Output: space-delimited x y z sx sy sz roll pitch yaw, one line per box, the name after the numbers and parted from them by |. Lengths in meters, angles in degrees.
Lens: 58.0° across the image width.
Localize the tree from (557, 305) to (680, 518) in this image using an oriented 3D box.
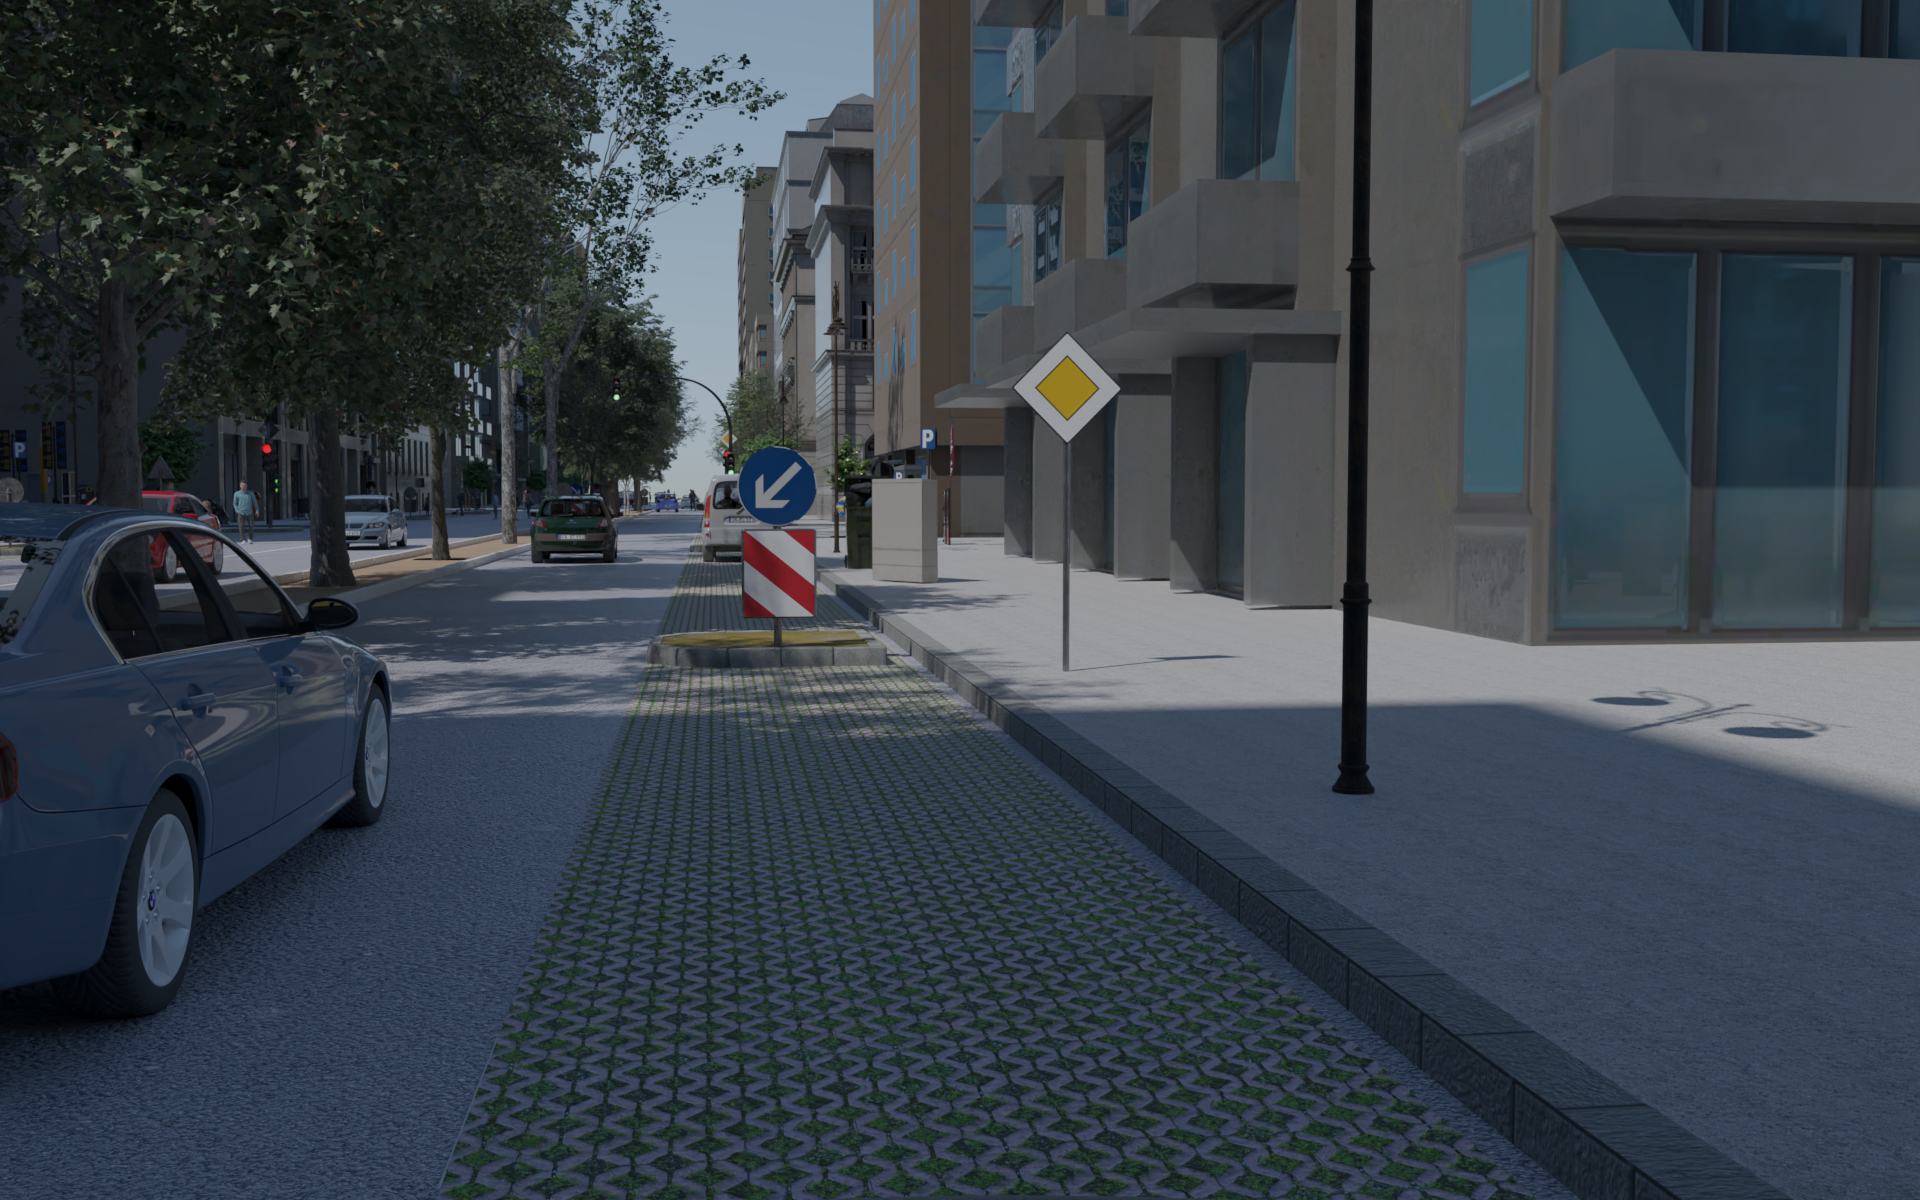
-20.391 -11.085 101.823 7.486 12.596 7.792 0 3 0 | tree

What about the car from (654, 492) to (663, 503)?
-49.006 -16.848 284.143 2.281 1.827 5.304 -1 4 -9 | car

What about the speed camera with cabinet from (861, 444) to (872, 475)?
-3.323 -4.549 68.714 0.660 3.252 2.038 -3 4 -37 | speed camera with cabinet

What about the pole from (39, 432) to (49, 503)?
-29.959 -3.842 56.660 0.158 3.312 0.155 0 3 0 | pole

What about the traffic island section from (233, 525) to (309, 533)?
-26.070 -2.640 65.449 2.009 0.180 2.903 -1 4 -8 | traffic island section

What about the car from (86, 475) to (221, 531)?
-13.795 -1.227 29.103 2.155 1.783 4.494 -1 4 -8 | car

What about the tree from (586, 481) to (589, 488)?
-56.468 -16.648 255.908 4.285 4.588 4.351 0 3 0 | tree

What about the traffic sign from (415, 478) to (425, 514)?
-34.415 -6.619 110.349 0.606 2.300 0.079 0 4 0 | traffic sign

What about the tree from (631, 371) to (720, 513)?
-24.611 -13.437 132.524 12.009 13.543 11.850 0 3 0 | tree

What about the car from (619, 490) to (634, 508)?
-35.628 -10.788 185.058 2.281 1.827 5.304 0 4 -6 | car

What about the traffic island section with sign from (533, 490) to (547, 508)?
-41.362 -9.999 172.105 1.989 1.847 2.006 -1 4 -8 | traffic island section with sign

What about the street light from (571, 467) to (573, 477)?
-52.061 -15.869 232.239 0.468 5.910 1.993 -1 4 -8 | street light

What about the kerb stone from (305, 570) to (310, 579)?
-11.036 -0.419 29.237 0.120 0.150 1.000 -1 4 -8 | kerb stone

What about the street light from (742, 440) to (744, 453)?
-18.540 -10.738 148.351 0.468 5.910 1.993 -1 4 -8 | street light

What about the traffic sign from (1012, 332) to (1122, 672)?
0.763 -0.689 12.455 0.795 2.450 0.064 0 4 -7 | traffic sign

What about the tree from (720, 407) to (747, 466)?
-29.848 -19.875 235.326 12.009 13.543 11.850 0 3 0 | tree

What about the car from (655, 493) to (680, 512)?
-22.986 -7.739 136.122 1.945 1.707 3.694 0 4 -8 | car

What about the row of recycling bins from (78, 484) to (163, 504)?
-35.264 -3.999 72.492 3.534 1.692 1.069 -3 4 -37 | row of recycling bins

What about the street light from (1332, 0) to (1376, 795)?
1.697 -2.110 7.293 0.468 5.910 1.993 -1 4 -8 | street light

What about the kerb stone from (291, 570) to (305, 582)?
-10.895 -0.368 28.223 0.120 0.150 1.000 -1 4 -8 | kerb stone

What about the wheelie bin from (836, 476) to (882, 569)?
-1.633 -1.339 29.798 0.980 1.594 0.693 0 4 -6 | wheelie bin

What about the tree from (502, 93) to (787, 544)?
-11.554 -11.615 48.246 12.611 20.169 13.585 0 3 0 | tree

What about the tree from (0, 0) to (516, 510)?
-8.107 -5.927 16.378 9.611 12.733 9.660 0 3 0 | tree

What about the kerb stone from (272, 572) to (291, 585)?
-10.744 -0.307 27.212 0.120 0.150 1.000 -1 4 -8 | kerb stone

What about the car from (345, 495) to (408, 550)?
-15.781 -2.073 45.904 2.014 1.417 4.499 -1 4 -9 | car

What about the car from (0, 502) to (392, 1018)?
-3.203 0.372 5.928 2.014 1.417 4.499 0 4 -7 | car

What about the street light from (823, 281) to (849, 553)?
-2.695 -3.970 37.699 0.468 5.910 1.993 -1 4 -8 | street light

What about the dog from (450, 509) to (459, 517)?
-31.096 -5.336 106.530 0.540 0.507 0.406 -1 4 -19 | dog

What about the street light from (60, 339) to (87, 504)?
-26.040 -4.781 50.960 0.468 5.910 1.993 -1 4 -8 | street light

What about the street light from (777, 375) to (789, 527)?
-6.863 -5.782 67.319 0.468 5.910 1.993 -1 4 -8 | street light

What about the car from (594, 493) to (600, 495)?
-39.410 -10.869 187.293 1.945 1.707 3.694 0 4 -6 | car

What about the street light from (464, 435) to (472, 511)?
-37.798 -9.815 133.267 0.468 5.910 1.993 -1 4 -8 | street light

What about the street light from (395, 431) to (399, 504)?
-33.638 -7.984 103.331 0.468 5.910 1.993 -1 4 -8 | street light

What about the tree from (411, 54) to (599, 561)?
-11.309 -6.658 37.078 9.928 11.665 9.643 0 3 0 | tree

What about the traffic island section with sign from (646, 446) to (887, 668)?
-1.728 -0.400 15.160 1.989 1.847 2.006 -1 4 -8 | traffic island section with sign

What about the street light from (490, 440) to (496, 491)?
-40.167 -10.792 149.242 0.468 5.910 1.993 -1 4 -8 | street light

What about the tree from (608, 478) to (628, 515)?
-22.956 -10.123 118.331 4.737 8.622 4.395 0 3 0 | tree

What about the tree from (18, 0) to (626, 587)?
-9.695 -7.167 26.285 9.857 13.997 8.962 0 3 0 | tree

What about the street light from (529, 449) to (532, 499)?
-44.358 -12.611 178.983 0.468 5.910 1.993 -1 4 -8 | street light

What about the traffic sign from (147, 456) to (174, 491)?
-27.060 -3.587 58.648 0.884 2.594 0.081 0 4 -5 | traffic sign

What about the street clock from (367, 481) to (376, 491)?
-32.297 -5.534 95.056 0.471 2.002 0.358 2 4 28 | street clock

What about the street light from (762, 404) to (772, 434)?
-9.875 -7.098 88.837 0.468 5.910 1.993 -1 4 -8 | street light

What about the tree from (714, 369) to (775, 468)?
-18.875 -14.606 156.942 7.486 12.596 7.792 0 3 0 | tree

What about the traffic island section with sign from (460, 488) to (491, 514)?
-34.276 -6.970 122.585 1.989 1.847 2.006 -1 4 -8 | traffic island section with sign

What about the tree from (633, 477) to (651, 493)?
-23.575 -10.404 122.929 4.360 8.622 3.978 0 3 0 | tree

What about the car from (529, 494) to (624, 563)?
-8.276 -1.683 37.301 2.009 1.686 4.222 -1 4 -10 | car

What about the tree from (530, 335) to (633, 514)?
-16.994 -7.654 77.962 4.360 8.622 3.978 0 3 0 | tree

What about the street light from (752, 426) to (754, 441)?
-14.107 -8.909 118.448 0.468 5.910 1.993 -1 4 -8 | street light

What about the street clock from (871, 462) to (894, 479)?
-1.735 -2.109 39.050 0.471 2.002 0.358 1 4 23 | street clock

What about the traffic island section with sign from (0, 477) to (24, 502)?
-22.538 -1.964 40.733 1.989 1.847 2.006 -1 4 -8 | traffic island section with sign

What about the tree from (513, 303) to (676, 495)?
-17.988 -8.992 83.891 8.767 10.594 7.601 -1 4 -8 | tree

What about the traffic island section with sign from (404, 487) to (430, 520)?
-30.450 -5.338 95.902 1.989 1.847 2.006 -1 4 -8 | traffic island section with sign

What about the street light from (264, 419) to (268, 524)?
-29.311 -6.139 73.165 0.468 5.910 1.993 -1 4 -8 | street light

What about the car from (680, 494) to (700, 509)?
-25.787 -9.385 165.450 2.014 1.417 4.499 -1 4 -9 | car

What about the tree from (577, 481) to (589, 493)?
-57.890 -16.658 266.960 1.663 3.219 1.824 0 3 0 | tree

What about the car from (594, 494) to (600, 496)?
-26.393 -6.979 123.894 2.009 1.686 4.222 0 4 -6 | car

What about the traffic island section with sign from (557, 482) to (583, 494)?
-16.478 -4.061 74.538 2.006 1.907 1.989 -1 4 -8 | traffic island section with sign

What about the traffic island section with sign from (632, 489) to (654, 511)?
-27.145 -8.611 148.918 2.006 1.907 1.989 -1 4 -8 | traffic island section with sign

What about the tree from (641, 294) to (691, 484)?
-19.068 -11.229 92.703 9.857 13.997 8.962 0 3 0 | tree
